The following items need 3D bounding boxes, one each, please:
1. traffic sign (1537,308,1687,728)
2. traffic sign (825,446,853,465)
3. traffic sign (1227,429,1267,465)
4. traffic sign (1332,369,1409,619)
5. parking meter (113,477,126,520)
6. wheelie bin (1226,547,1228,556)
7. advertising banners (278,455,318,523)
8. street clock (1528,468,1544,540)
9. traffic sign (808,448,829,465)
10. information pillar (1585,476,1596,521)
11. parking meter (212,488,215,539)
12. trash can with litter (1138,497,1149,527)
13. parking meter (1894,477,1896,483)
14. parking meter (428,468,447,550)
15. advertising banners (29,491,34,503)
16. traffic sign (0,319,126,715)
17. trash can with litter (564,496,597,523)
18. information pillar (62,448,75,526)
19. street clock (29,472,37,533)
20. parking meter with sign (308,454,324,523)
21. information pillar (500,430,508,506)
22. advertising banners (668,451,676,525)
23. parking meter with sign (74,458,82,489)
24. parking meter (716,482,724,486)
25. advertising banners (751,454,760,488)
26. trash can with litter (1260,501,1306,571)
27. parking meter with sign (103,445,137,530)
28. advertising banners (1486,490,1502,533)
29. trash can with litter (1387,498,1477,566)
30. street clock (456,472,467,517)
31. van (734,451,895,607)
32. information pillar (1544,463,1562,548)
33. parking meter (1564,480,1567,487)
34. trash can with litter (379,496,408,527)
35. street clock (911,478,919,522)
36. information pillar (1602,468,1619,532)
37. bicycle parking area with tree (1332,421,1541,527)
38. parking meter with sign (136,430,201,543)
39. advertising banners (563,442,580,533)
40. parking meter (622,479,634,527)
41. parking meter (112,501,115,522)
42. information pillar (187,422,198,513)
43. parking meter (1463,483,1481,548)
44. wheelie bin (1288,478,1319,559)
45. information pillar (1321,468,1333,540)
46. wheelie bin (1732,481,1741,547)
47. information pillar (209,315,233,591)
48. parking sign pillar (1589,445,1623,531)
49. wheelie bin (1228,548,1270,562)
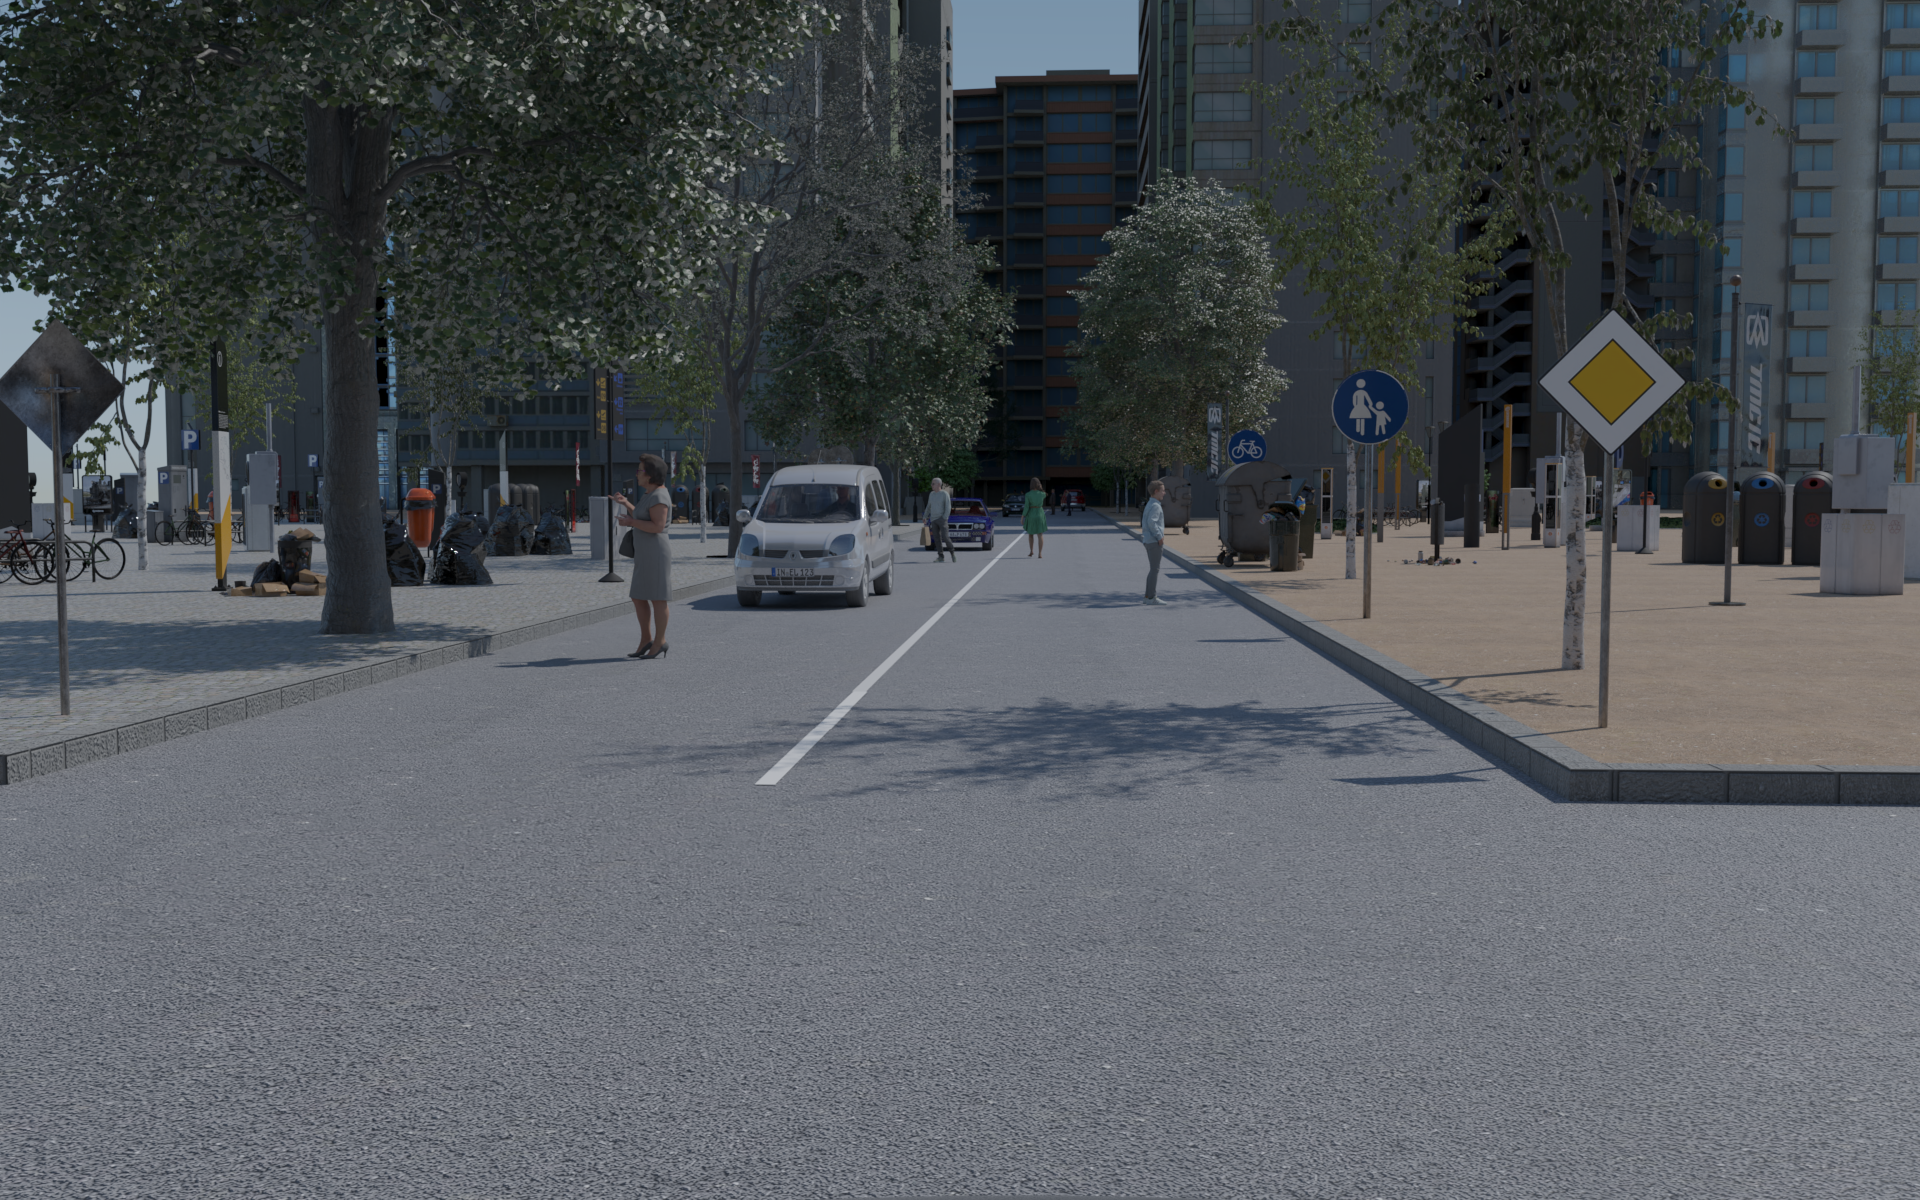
[{"bbox_3d":[3.531,-0.356,9.458,0.795,2.450,0.064,0,4,3],"label":"traffic sign"},{"bbox_3d":[-3.185,-2.779,45.551,0.768,2.556,0.104,1,4,10],"label":"traffic sign"},{"bbox_3d":[5.654,-2.084,34.182,0.768,2.556,0.104,0,4,5],"label":"traffic sign"},{"bbox_3d":[4.199,-1.082,17.798,0.768,2.556,0.104,1,4,11],"label":"traffic sign"},{"bbox_3d":[-29.185,-3.329,60.137,0.399,1.863,0.255,-2,4,-26],"label":"parking meter"},{"bbox_3d":[5.801,-1.703,35.744,0.980,1.594,0.693,-1,4,-14],"label":"wheelie bin"},{"bbox_3d":[-29.998,-5.004,78.009,2.074,3.025,0.090,-1,4,-13],"label":"advertising banners"},{"bbox_3d":[15.971,-2.656,47.988,0.471,2.002,0.358,-2,4,-24],"label":"street clock"},{"bbox_3d":[-3.815,-2.902,47.558,0.768,2.556,0.104,1,4,9],"label":"traffic sign"},{"bbox_3d":[25.996,-4.094,71.426,0.304,2.012,0.304,-3,5,-43],"label":"information pillar"},{"bbox_3d":[-20.987,-2.491,49.142,0.372,1.533,0.369,0,3,0],"label":"parking meter"},{"bbox_3d":[7.400,-3.376,66.579,1.055,1.170,0.624,2,4,25],"label":"trash can with litter"},{"bbox_3d":[31.531,-3.239,58.667,0.255,1.863,0.399,3,4,36],"label":"parking meter"},{"bbox_3d":[-11.917,-2.070,39.551,0.399,1.863,0.255,-1,4,-10],"label":"parking meter"},{"bbox_3d":[-38.853,-4.545,70.499,0.090,3.025,2.074,3,5,43],"label":"advertising banners"},{"bbox_3d":[-5.196,-0.389,10.001,0.795,2.450,0.064,0,4,3],"label":"traffic sign"},{"bbox_3d":[-16.662,-4.062,77.475,2.233,1.210,1.678,2,4,23],"label":"trash can with litter"},{"bbox_3d":[-36.265,-4.828,70.289,0.504,3.616,0.183,-2,4,-31],"label":"information pillar"},{"bbox_3d":[-30.885,-3.244,57.615,0.471,2.002,0.358,3,5,44],"label":"street clock"},{"bbox_3d":[-28.096,-4.933,76.907,0.543,3.016,1.738,1,4,21],"label":"parking meter with sign"},{"bbox_3d":[-16.683,-4.406,63.396,0.183,3.616,0.504,-3,5,-41],"label":"information pillar"},{"bbox_3d":[-12.139,-4.601,71.418,0.090,3.025,2.074,-2,4,-35],"label":"advertising banners"},{"bbox_3d":[-41.643,-5.325,83.330,0.543,3.016,1.738,2,4,31],"label":"parking meter with sign"},{"bbox_3d":[-11.588,-4.761,83.545,0.399,1.863,0.255,-1,4,-13],"label":"parking meter"},{"bbox_3d":[-8.479,-4.935,76.876,0.090,3.025,2.074,3,5,43],"label":"advertising banners"},{"bbox_3d":[5.425,-1.076,28.983,0.624,1.170,1.055,1,4,23],"label":"trash can with litter"},{"bbox_3d":[-29.587,-4.011,61.838,1.738,3.016,0.543,-2,4,-25],"label":"parking meter with sign"},{"bbox_3d":[16.691,-3.682,56.396,2.074,3.025,0.090,-1,4,-11],"label":"advertising banners"},{"bbox_3d":[8.641,-1.272,31.849,1.678,1.210,2.233,1,4,19],"label":"trash can with litter"},{"bbox_3d":[-16.412,-3.212,57.086,0.358,2.002,0.471,-3,4,-36],"label":"street clock"},{"bbox_3d":[-1.896,-0.999,23.346,2.013,2.044,4.112,0,4,5],"label":"van"},{"bbox_3d":[14.130,-2.250,41.273,0.304,2.012,0.304,3,4,39],"label":"information pillar"},{"bbox_3d":[24.080,-3.871,69.002,0.399,1.863,0.255,-1,4,-9],"label":"parking meter"},{"bbox_3d":[-22.248,-3.447,67.413,2.233,1.210,1.678,0,4,5],"label":"trash can with litter"},{"bbox_3d":[-2.025,-4.512,78.336,0.358,2.002,0.471,-1,4,-14],"label":"street clock"},{"bbox_3d":[18.523,-2.741,49.307,0.304,2.012,0.304,-1,4,-12],"label":"information pillar"},{"bbox_3d":[19.275,-5.124,70.783,9.016,4.147,8.231,1,4,23],"label":"bicycle parking area with tree"},{"bbox_3d":[-20.988,-3.048,46.095,0.543,3.016,1.738,1,4,14],"label":"parking meter with sign"},{"bbox_3d":[-12.876,-3.753,57.548,0.090,3.025,2.074,0,4,2],"label":"advertising banners"},{"bbox_3d":[-12.892,-3.768,67.324,0.399,1.863,0.255,-3,5,-43],"label":"parking meter"},{"bbox_3d":[-39.209,-4.405,80.439,0.372,1.533,0.369,0,3,0],"label":"parking meter"},{"bbox_3d":[-24.990,-3.978,56.392,0.504,3.616,0.183,3,5,41],"label":"information pillar"},{"bbox_3d":[12.263,-2.022,41.475,0.372,1.533,0.369,0,3,0],"label":"parking meter"},{"bbox_3d":[6.719,-1.630,34.567,0.693,1.594,0.980,-1,4,-21],"label":"wheelie bin"},{"bbox_3d":[10.368,-2.719,48.951,0.304,2.012,0.304,1,4,17],"label":"information pillar"},{"bbox_3d":[18.623,-2.089,42.070,0.693,1.594,0.980,-3,4,-39],"label":"wheelie bin"},{"bbox_3d":[-9.803,-1.933,22.966,0.183,3.616,0.504,0,4,-8],"label":"information pillar"},{"bbox_3d":[22.717,-4.392,60.285,1.447,3.967,1.447,2,4,32],"label":"parking sign pillar"},{"bbox_3d":[5.590,-1.540,33.084,0.693,1.594,0.980,1,4,18],"label":"wheelie bin"}]
